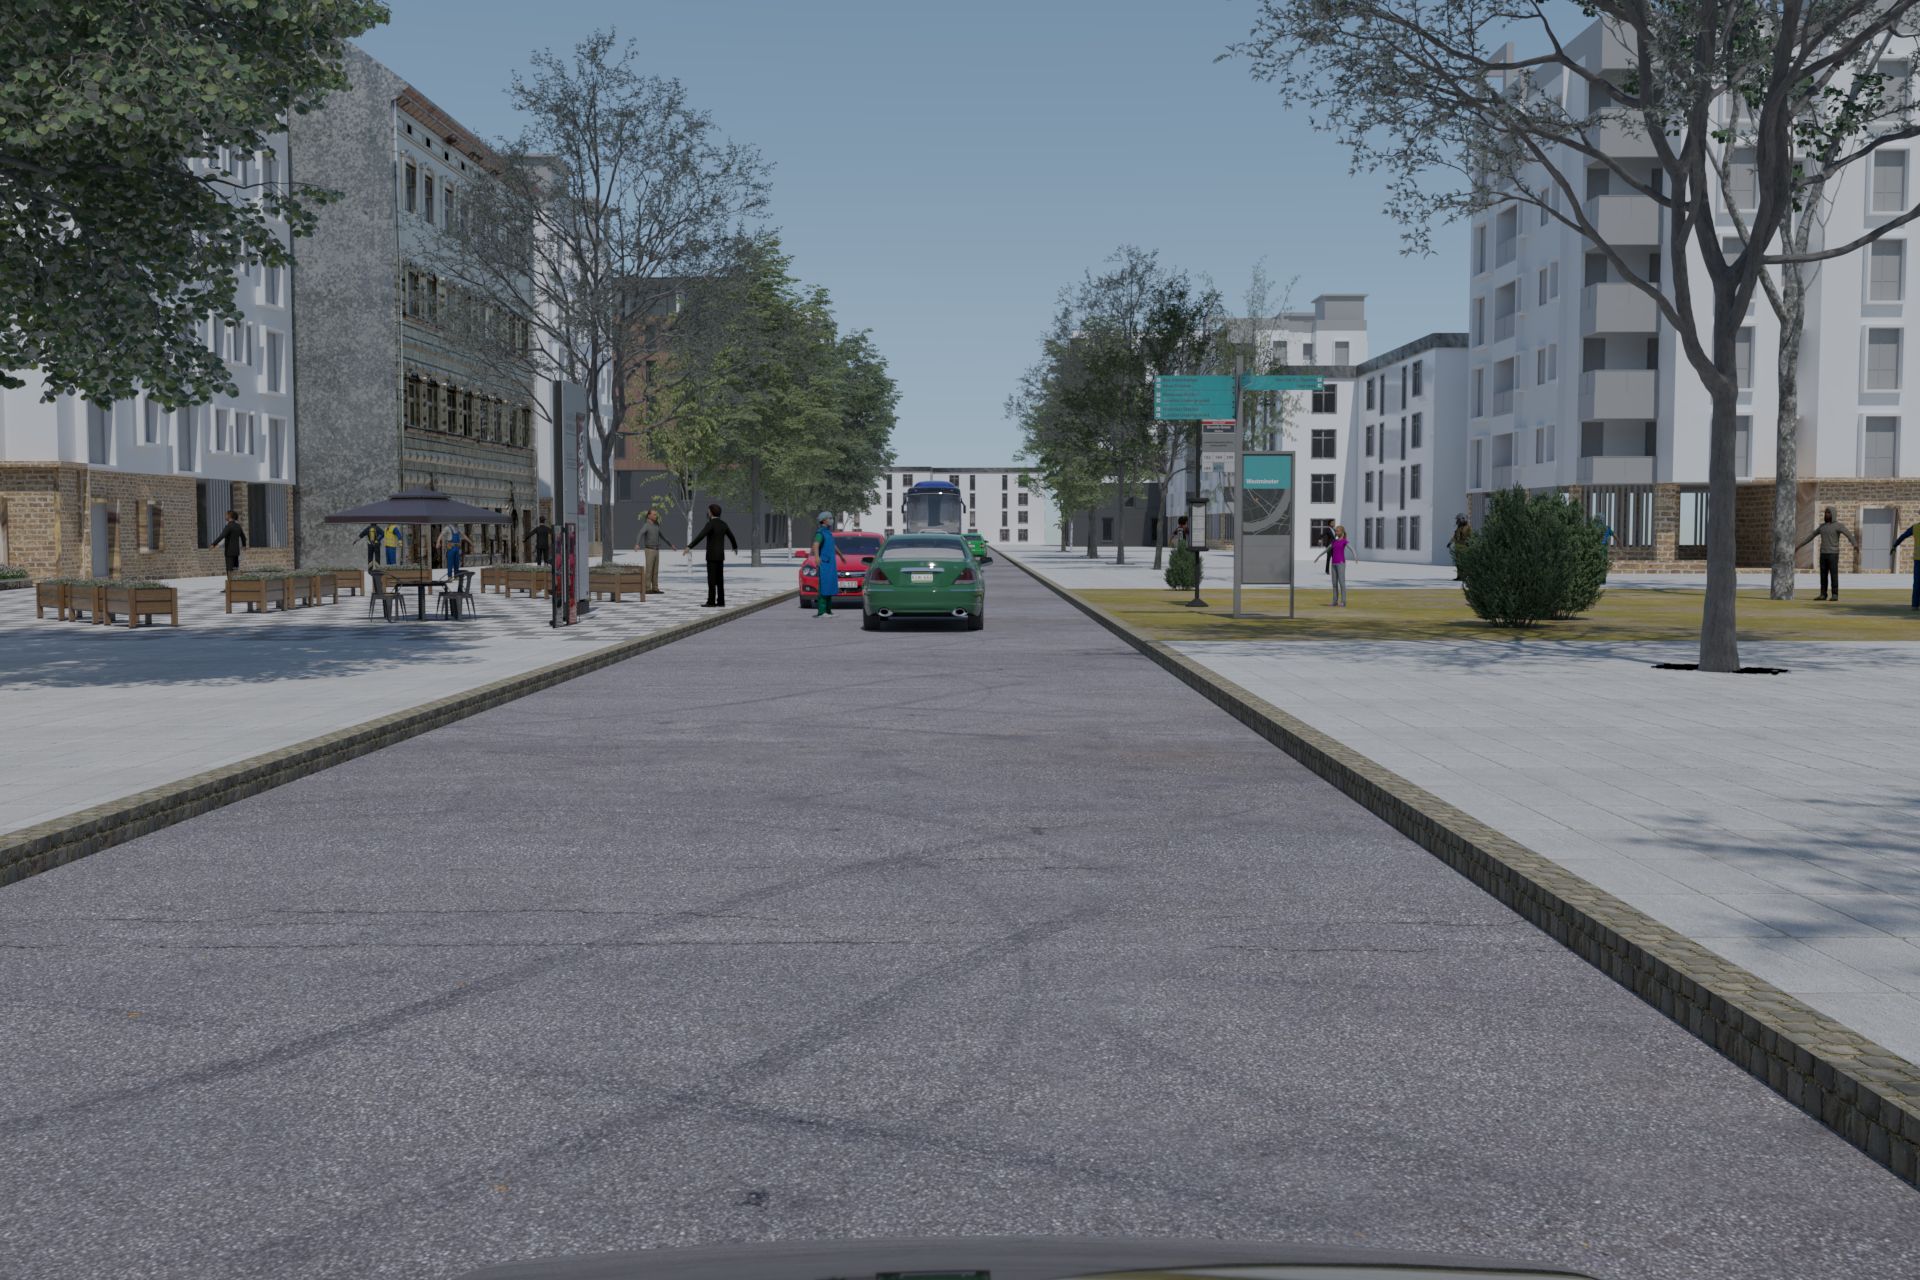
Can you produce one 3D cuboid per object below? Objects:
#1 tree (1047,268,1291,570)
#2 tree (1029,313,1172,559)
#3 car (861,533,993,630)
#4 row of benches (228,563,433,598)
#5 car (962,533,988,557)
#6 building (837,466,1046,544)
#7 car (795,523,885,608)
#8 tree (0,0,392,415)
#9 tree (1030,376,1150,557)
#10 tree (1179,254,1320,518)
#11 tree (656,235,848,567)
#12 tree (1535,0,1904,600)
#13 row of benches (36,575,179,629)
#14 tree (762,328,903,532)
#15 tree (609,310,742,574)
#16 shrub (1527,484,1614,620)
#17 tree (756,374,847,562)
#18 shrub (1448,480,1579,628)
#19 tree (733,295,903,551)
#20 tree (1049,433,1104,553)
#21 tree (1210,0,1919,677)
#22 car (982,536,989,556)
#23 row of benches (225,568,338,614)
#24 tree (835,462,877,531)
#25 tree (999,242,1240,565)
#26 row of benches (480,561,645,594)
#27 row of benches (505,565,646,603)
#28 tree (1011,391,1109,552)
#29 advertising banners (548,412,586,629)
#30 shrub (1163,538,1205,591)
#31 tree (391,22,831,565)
[{"bbox_3d":[7.183,-7.773,61.503,8.767,10.594,7.601,-1,4,-21],"label":"tree"},{"bbox_3d":[7.119,-10.436,88.758,7.486,12.596,7.792,0,3,0],"label":"tree"},{"bbox_3d":[-0.534,-0.948,27.305,2.131,1.459,4.920,0,4,0],"label":"car"},{"bbox_3d":[-12.752,-1.224,35.483,4.104,0.672,1.422,-3,4,-38],"label":"row of benches"},{"bbox_3d":[0.516,-5.119,92.493,1.959,1.807,4.718,0,4,1],"label":"car"},{"bbox_3d":[-3.352,-16.575,215.607,28.070,9.664,9.099,0,4,4],"label":"building"},{"bbox_3d":[-2.204,-1.580,34.879,2.155,1.783,4.494,0,4,0],"label":"car"},{"bbox_3d":[-8.967,-6.530,13.426,9.857,13.997,8.962,0,3,0],"label":"tree"},{"bbox_3d":[7.540,-10.554,98.313,9.928,11.665,9.643,0,3,0],"label":"tree"},{"bbox_3d":[7.337,-5.859,46.165,4.360,8.622,3.978,0,3,0],"label":"tree"},{"bbox_3d":[-7.911,-9.041,65.948,7.486,12.596,7.792,0,3,0],"label":"tree"},{"bbox_3d":[14.749,-10.888,33.906,12.611,20.169,13.585,0,3,0],"label":"tree"},{"bbox_3d":[-12.332,-0.583,24.996,1.422,0.672,4.104,-3,5,-44],"label":"row of benches"},{"bbox_3d":[-8.277,-12.263,107.150,9.857,13.997,8.962,0,3,0],"label":"tree"},{"bbox_3d":[-8.819,-6.431,55.513,4.737,8.622,4.395,0,3,0],"label":"tree"},{"bbox_3d":[8.907,-1.319,25.993,1.690,2.028,1.600,0,3,0],"label":"shrub"},{"bbox_3d":[-8.072,-7.929,80.008,4.360,8.622,3.978,0,3,0],"label":"tree"},{"bbox_3d":[7.621,-1.188,23.840,1.690,2.028,1.600,0,3,0],"label":"shrub"},{"bbox_3d":[-7.691,-11.333,91.951,9.857,13.997,8.962,0,3,0],"label":"tree"},{"bbox_3d":[7.656,-10.214,117.364,4.737,8.622,4.395,0,3,0],"label":"tree"},{"bbox_3d":[6.986,-6.442,15.692,12.009,13.543,11.850,0,3,0],"label":"tree"},{"bbox_3d":[0.920,-6.180,113.630,1.945,1.354,3.894,0,4,0],"label":"car"},{"bbox_3d":[-11.595,-0.870,29.684,1.422,0.672,4.104,0,4,-3],"label":"row of benches"},{"bbox_3d":[-8.519,-10.606,123.762,4.360,8.622,3.978,0,3,0],"label":"tree"},{"bbox_3d":[6.869,-9.903,72.289,12.009,13.543,11.850,0,3,0],"label":"tree"},{"bbox_3d":[-8.867,-1.414,38.577,1.422,0.672,4.104,3,5,42],"label":"row of benches"},{"bbox_3d":[-7.607,-1.122,33.814,4.104,0.672,1.422,3,5,44],"label":"row of benches"},{"bbox_3d":[7.545,-12.167,124.684,9.928,11.665,9.643,0,3,0],"label":"tree"},{"bbox_3d":[-5.492,-1.723,24.357,0.090,3.025,2.074,0,4,1],"label":"advertising banners"},{"bbox_3d":[5.064,-1.715,39.159,1.383,1.207,1.383,0,3,0],"label":"shrub"},{"bbox_3d":[-8.838,-8.092,42.666,12.009,13.543,11.850,0,3,0],"label":"tree"}]
